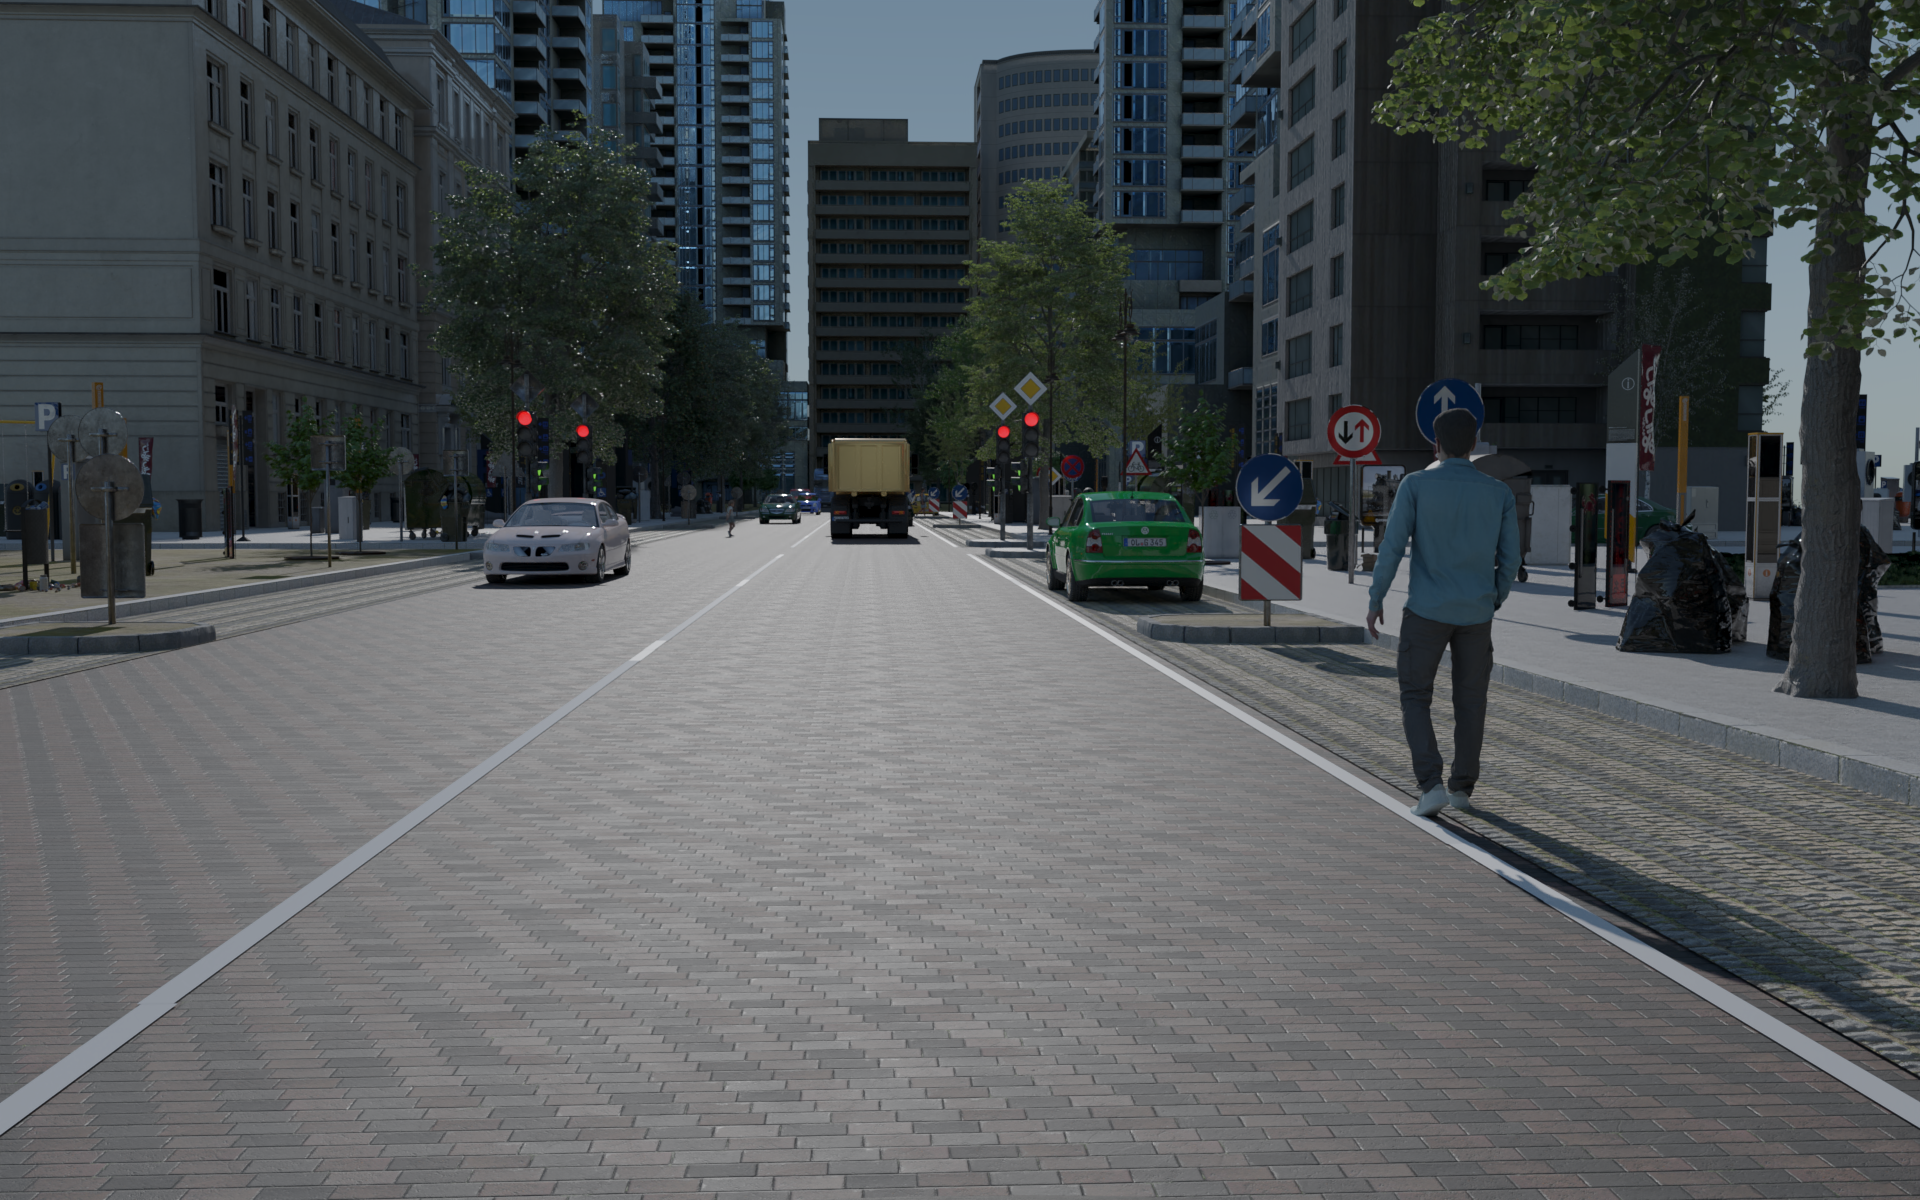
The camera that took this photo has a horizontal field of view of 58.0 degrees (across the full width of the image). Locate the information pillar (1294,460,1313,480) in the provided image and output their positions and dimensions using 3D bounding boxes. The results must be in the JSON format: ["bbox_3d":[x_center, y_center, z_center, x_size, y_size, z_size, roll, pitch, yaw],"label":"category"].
[{"bbox_3d":[7.409,-2.015,37.430,0.304,2.012,0.304,-1,4,-19],"label":"information pillar"}]

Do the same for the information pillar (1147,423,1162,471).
[{"bbox_3d":[6.422,-4.021,57.098,0.504,3.616,0.183,0,4,-5],"label":"information pillar"}]

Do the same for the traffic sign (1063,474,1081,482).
[{"bbox_3d":[4.611,-4.344,71.131,0.768,2.556,0.104,0,4,3],"label":"traffic sign"}]

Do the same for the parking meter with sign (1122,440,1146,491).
[{"bbox_3d":[5.470,-3.634,55.676,0.543,3.016,1.738,1,4,23],"label":"parking meter with sign"}]

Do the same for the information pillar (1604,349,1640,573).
[{"bbox_3d":[10.795,-2.255,28.217,0.504,3.616,0.183,3,4,38],"label":"information pillar"}]

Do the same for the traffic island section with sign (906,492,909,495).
[{"bbox_3d":[-5.764,-10.274,176.607,1.989,1.847,2.006,0,4,-3],"label":"traffic island section with sign"}]

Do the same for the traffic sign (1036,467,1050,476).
[{"bbox_3d":[3.810,-4.760,77.939,0.768,2.556,0.104,0,4,5],"label":"traffic sign"}]

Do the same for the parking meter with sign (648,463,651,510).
[{"bbox_3d":[-17.401,-6.158,96.937,0.543,3.016,1.738,0,4,5],"label":"parking meter with sign"}]

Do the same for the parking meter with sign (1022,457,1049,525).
[{"bbox_3d":[3.345,-4.643,72.180,0.543,3.016,1.738,-3,4,-36],"label":"parking meter with sign"}]

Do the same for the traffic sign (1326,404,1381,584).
[{"bbox_3d":[5.602,-1.506,24.726,0.768,2.556,0.104,0,4,4],"label":"traffic sign"}]

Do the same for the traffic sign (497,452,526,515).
[{"bbox_3d":[-13.813,-3.261,53.316,0.884,2.594,0.081,0,4,-2],"label":"traffic sign"}]

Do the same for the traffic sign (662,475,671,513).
[{"bbox_3d":[-19.225,-7.001,114.465,0.884,2.594,0.081,0,4,-2],"label":"traffic sign"}]

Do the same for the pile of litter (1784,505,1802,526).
[{"bbox_3d":[33.676,-3.386,69.322,1.176,0.858,1.719,1,4,9],"label":"pile of litter"}]

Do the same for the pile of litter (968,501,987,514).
[{"bbox_3d":[0.984,-5.969,111.550,1.719,0.858,1.176,0,4,-1],"label":"pile of litter"}]

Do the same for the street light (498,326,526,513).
[{"bbox_3d":[-12.320,-4.586,47.761,0.468,5.910,1.993,0,4,-3],"label":"street light"}]

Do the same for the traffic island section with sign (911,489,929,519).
[{"bbox_3d":[-1.647,-5.612,100.380,1.989,1.847,2.006,0,4,-3],"label":"traffic island section with sign"}]

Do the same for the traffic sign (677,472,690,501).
[{"bbox_3d":[-15.534,-5.946,97.327,0.768,2.556,0.104,0,4,6],"label":"traffic sign"}]

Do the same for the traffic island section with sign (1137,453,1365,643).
[{"bbox_3d":[2.846,-0.543,17.503,1.989,1.847,2.006,0,4,-3],"label":"traffic island section with sign"}]

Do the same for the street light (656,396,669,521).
[{"bbox_3d":[-13.995,-6.658,81.648,0.468,5.910,1.993,0,4,-3],"label":"street light"}]

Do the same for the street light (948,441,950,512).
[{"bbox_3d":[-0.768,-9.158,122.516,0.468,5.910,1.993,0,4,-3],"label":"street light"}]

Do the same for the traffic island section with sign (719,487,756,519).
[{"bbox_3d":[-12.695,-5.521,98.902,1.989,1.847,2.006,0,4,-3],"label":"traffic island section with sign"}]

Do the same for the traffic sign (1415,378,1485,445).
[{"bbox_3d":[5.385,-1.164,19.135,0.768,2.556,0.104,0,4,-3],"label":"traffic sign"}]

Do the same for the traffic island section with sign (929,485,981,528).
[{"bbox_3d":[-0.153,-3.939,73.032,1.989,1.847,2.006,0,4,-3],"label":"traffic island section with sign"}]

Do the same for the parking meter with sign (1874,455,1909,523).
[{"bbox_3d":[41.310,-4.932,76.893,1.738,3.016,0.543,-1,4,-16],"label":"parking meter with sign"}]

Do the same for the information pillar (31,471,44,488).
[{"bbox_3d":[-28.989,-3.057,54.474,0.304,2.012,0.304,-3,4,-37],"label":"information pillar"}]

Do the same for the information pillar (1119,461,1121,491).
[{"bbox_3d":[11.331,-8.049,122.961,0.183,3.616,0.504,0,4,-2],"label":"information pillar"}]

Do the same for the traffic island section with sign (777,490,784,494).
[{"bbox_3d":[-15.434,-8.619,149.546,1.989,1.847,2.006,0,4,-3],"label":"traffic island section with sign"}]

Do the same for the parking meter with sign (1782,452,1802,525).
[{"bbox_3d":[33.889,-4.590,71.300,0.543,3.016,1.738,-3,5,-40],"label":"parking meter with sign"}]

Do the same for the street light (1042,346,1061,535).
[{"bbox_3d":[2.852,-4.986,54.313,0.468,5.910,1.993,0,4,-3],"label":"street light"}]

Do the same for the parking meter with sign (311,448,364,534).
[{"bbox_3d":[-20.321,-3.680,56.428,1.738,3.016,0.543,0,4,6],"label":"parking meter with sign"}]

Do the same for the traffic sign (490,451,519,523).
[{"bbox_3d":[-13.596,-3.163,51.721,0.884,2.594,0.081,0,4,0],"label":"traffic sign"}]

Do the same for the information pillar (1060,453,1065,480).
[{"bbox_3d":[5.897,-6.626,99.685,0.183,3.616,0.504,2,4,34],"label":"information pillar"}]

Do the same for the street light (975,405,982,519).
[{"bbox_3d":[1.022,-7.077,88.503,0.468,5.910,1.993,0,4,-3],"label":"street light"}]

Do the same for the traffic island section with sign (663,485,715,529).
[{"bbox_3d":[-11.222,-3.867,71.846,1.989,1.847,2.006,0,4,-3],"label":"traffic island section with sign"}]

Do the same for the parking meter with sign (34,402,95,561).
[{"bbox_3d":[-17.092,-2.293,33.748,0.543,3.016,1.738,1,4,15],"label":"parking meter with sign"}]

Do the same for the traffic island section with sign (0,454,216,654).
[{"bbox_3d":[-8.225,-0.471,16.336,1.989,1.847,2.006,0,4,-3],"label":"traffic island section with sign"}]

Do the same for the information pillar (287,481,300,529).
[{"bbox_3d":[-24.214,-3.571,62.877,0.304,2.012,0.304,2,4,34],"label":"information pillar"}]

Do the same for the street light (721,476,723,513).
[{"bbox_3d":[-15.920,-8.730,115.522,0.468,5.910,1.993,0,4,-3],"label":"street light"}]

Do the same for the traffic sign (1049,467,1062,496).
[{"bbox_3d":[3.923,-4.416,73.389,0.795,2.450,0.064,0,4,2],"label":"traffic sign"}]

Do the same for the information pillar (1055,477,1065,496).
[{"bbox_3d":[5.197,-5.165,88.940,0.304,2.012,0.304,1,4,22],"label":"information pillar"}]

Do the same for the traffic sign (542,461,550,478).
[{"bbox_3d":[-15.777,-4.088,66.950,0.768,2.556,0.104,0,4,6],"label":"traffic sign"}]

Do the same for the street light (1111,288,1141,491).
[{"bbox_3d":[3.721,-4.054,39.074,0.468,5.910,1.993,0,4,-3],"label":"street light"}]

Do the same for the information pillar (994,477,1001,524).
[{"bbox_3d":[1.643,-4.217,73.437,0.304,2.012,0.304,-3,5,-44],"label":"information pillar"}]

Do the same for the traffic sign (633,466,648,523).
[{"bbox_3d":[-14.343,-4.730,77.439,0.768,2.556,0.104,0,4,1],"label":"traffic sign"}]

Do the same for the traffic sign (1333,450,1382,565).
[{"bbox_3d":[7.164,-1.913,31.285,0.884,2.594,0.081,0,4,1],"label":"traffic sign"}]

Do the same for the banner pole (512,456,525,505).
[{"bbox_3d":[-21.580,-5.772,84.391,0.863,3.779,0.401,-2,4,-32],"label":"banner pole"}]

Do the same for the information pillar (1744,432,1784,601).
[{"bbox_3d":[9.661,-0.999,20.823,0.304,2.012,0.304,0,4,4],"label":"information pillar"}]

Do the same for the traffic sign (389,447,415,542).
[{"bbox_3d":[-15.094,-2.852,46.736,0.768,2.556,0.104,0,4,3],"label":"traffic sign"}]
